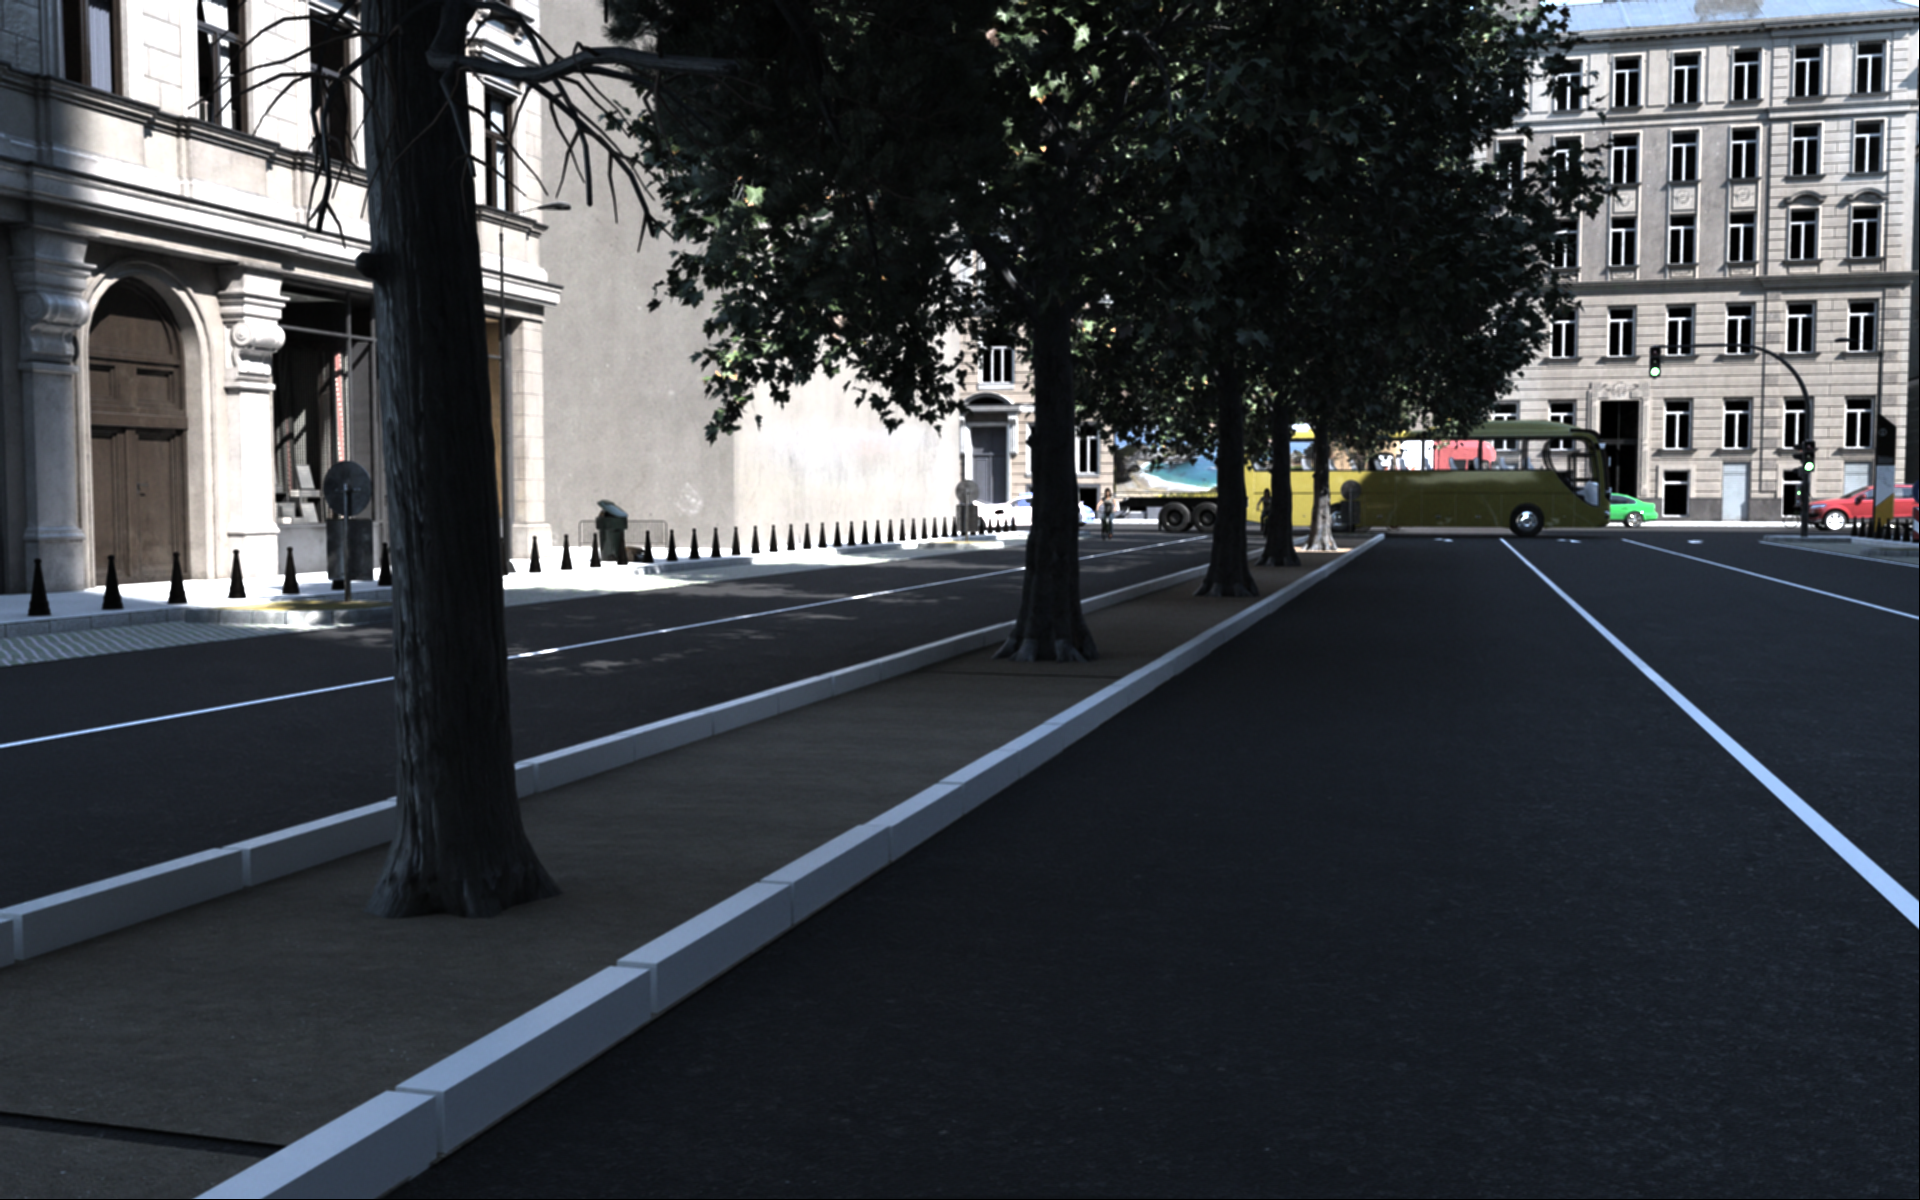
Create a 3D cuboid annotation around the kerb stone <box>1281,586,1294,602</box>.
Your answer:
[{"bbox_3d":[4.307,-0.052,23.045,0.120,0.150,1.000,1,4,16],"label":"kerb stone"}]

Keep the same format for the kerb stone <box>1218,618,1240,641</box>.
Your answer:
[{"bbox_3d":[2.620,0.312,17.102,0.120,0.150,1.000,1,4,16],"label":"kerb stone"}]

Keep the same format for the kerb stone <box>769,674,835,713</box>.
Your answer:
[{"bbox_3d":[-1.094,0.641,11.712,0.120,0.150,1.000,1,4,16],"label":"kerb stone"}]

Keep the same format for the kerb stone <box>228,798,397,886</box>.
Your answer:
[{"bbox_3d":[-2.492,0.946,6.772,0.120,0.150,1.000,1,4,16],"label":"kerb stone"}]

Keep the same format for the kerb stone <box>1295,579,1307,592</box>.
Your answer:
[{"bbox_3d":[4.869,-0.173,25.024,0.120,0.150,1.000,1,4,16],"label":"kerb stone"}]

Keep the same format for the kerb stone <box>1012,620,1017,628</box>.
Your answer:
[{"bbox_3d":[0.605,0.284,17.660,0.120,0.150,1.000,1,4,16],"label":"kerb stone"}]

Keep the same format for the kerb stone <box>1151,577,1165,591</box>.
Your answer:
[{"bbox_3d":[2.845,-0.207,25.581,0.120,0.150,1.000,1,4,16],"label":"kerb stone"}]

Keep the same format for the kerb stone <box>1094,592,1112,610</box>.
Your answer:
[{"bbox_3d":[1.711,0.039,21.616,0.120,0.150,1.000,1,4,16],"label":"kerb stone"}]

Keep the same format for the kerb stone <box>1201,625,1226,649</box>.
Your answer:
[{"bbox_3d":[2.333,0.373,16.117,0.120,0.150,1.000,1,4,16],"label":"kerb stone"}]

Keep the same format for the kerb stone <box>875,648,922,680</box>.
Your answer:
[{"bbox_3d":[-0.522,0.520,13.697,0.120,0.150,1.000,1,4,16],"label":"kerb stone"}]

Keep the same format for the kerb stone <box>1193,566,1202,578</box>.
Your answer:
[{"bbox_3d":[3.960,-0.449,29.534,0.120,0.150,1.000,1,4,16],"label":"kerb stone"}]

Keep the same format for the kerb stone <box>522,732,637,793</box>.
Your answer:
[{"bbox_3d":[-1.929,0.822,8.748,0.120,0.150,1.000,1,4,16],"label":"kerb stone"}]

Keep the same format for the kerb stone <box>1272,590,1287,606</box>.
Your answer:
[{"bbox_3d":[4.029,0.010,22.057,0.120,0.150,1.000,1,4,16],"label":"kerb stone"}]

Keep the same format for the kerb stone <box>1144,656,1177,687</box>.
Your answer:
[{"bbox_3d":[1.490,0.562,13.146,0.120,0.150,1.000,1,4,16],"label":"kerb stone"}]

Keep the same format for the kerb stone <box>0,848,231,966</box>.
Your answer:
[{"bbox_3d":[-2.780,1.004,5.780,0.120,0.150,1.000,1,4,16],"label":"kerb stone"}]

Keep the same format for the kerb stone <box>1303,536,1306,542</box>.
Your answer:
[{"bbox_3d":[9.870,-1.717,50.310,0.120,0.150,1.000,1,4,16],"label":"kerb stone"}]

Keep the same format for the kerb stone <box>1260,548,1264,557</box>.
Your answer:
[{"bbox_3d":[6.779,-1.054,39.434,0.120,0.150,1.000,1,4,16],"label":"kerb stone"}]

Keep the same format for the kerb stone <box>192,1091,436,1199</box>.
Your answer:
[{"bbox_3d":[-1.315,1.163,3.243,0.120,0.150,1.000,1,4,16],"label":"kerb stone"}]

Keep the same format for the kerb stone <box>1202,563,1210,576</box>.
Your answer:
[{"bbox_3d":[4.254,-0.506,30.522,0.120,0.150,1.000,1,4,16],"label":"kerb stone"}]

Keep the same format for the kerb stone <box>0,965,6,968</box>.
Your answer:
[{"bbox_3d":[-3.061,1.070,4.783,0.120,0.150,1.000,1,4,16],"label":"kerb stone"}]

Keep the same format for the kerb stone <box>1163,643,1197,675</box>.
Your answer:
[{"bbox_3d":[1.780,0.493,14.130,0.120,0.150,1.000,1,4,16],"label":"kerb stone"}]

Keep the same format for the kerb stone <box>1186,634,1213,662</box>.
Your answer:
[{"bbox_3d":[2.063,0.433,15.121,0.120,0.150,1.000,1,4,16],"label":"kerb stone"}]

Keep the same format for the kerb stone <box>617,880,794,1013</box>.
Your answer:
[{"bbox_3d":[-0.751,1.039,5.237,0.120,0.150,1.000,1,4,16],"label":"kerb stone"}]

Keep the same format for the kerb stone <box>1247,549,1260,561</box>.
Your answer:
[{"bbox_3d":[6.492,-0.993,38.436,0.120,0.150,1.000,1,4,16],"label":"kerb stone"}]

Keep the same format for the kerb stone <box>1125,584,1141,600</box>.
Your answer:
[{"bbox_3d":[2.281,-0.086,23.601,0.120,0.150,1.000,1,4,16],"label":"kerb stone"}]

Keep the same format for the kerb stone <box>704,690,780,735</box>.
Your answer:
[{"bbox_3d":[-1.371,0.703,10.724,0.120,0.150,1.000,1,4,16],"label":"kerb stone"}]

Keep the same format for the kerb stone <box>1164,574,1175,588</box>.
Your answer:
[{"bbox_3d":[3.128,-0.267,26.567,0.120,0.150,1.000,1,4,16],"label":"kerb stone"}]

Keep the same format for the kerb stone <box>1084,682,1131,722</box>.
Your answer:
[{"bbox_3d":[0.935,0.677,11.170,0.120,0.150,1.000,1,4,16],"label":"kerb stone"}]

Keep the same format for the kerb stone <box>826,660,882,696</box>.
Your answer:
[{"bbox_3d":[-0.805,0.580,12.708,0.120,0.150,1.000,1,4,16],"label":"kerb stone"}]

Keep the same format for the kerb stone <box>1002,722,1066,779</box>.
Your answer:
[{"bbox_3d":[0.381,0.798,9.181,0.120,0.150,1.000,1,4,16],"label":"kerb stone"}]

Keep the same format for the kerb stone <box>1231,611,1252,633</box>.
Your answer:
[{"bbox_3d":[2.904,0.251,18.093,0.120,0.150,1.000,1,4,16],"label":"kerb stone"}]

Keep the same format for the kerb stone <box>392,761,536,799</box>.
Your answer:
[{"bbox_3d":[-2.219,0.884,7.760,0.120,0.150,1.000,1,4,16],"label":"kerb stone"}]

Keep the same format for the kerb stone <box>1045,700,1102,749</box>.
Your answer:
[{"bbox_3d":[0.660,0.735,10.178,0.120,0.150,1.000,1,4,16],"label":"kerb stone"}]

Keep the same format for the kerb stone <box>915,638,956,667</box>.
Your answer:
[{"bbox_3d":[-0.252,0.459,14.686,0.120,0.150,1.000,1,4,16],"label":"kerb stone"}]

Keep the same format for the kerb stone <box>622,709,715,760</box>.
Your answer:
[{"bbox_3d":[-1.655,0.762,9.736,0.120,0.150,1.000,1,4,16],"label":"kerb stone"}]

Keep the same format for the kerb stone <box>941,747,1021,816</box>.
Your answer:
[{"bbox_3d":[0.099,0.856,8.194,0.120,0.150,1.000,1,4,16],"label":"kerb stone"}]

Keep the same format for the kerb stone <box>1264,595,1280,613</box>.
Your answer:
[{"bbox_3d":[3.754,0.069,21.068,0.120,0.150,1.000,1,4,16],"label":"kerb stone"}]

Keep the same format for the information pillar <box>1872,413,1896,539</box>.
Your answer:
[{"bbox_3d":[26.622,-3.578,49.851,0.504,3.616,0.183,3,5,42],"label":"information pillar"}]

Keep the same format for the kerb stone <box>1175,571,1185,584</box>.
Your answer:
[{"bbox_3d":[3.409,-0.328,27.556,0.120,0.150,1.000,1,4,16],"label":"kerb stone"}]

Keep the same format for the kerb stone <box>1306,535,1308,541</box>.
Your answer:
[{"bbox_3d":[10.144,-1.777,51.300,0.120,0.150,1.000,1,4,16],"label":"kerb stone"}]

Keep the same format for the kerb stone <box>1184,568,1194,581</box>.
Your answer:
[{"bbox_3d":[3.684,-0.388,28.546,0.120,0.150,1.000,1,4,16],"label":"kerb stone"}]

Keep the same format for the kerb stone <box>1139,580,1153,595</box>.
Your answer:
[{"bbox_3d":[2.559,-0.147,24.593,0.120,0.150,1.000,1,4,16],"label":"kerb stone"}]

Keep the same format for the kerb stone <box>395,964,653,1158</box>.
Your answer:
[{"bbox_3d":[-1.032,1.103,4.229,0.120,0.150,1.000,1,4,16],"label":"kerb stone"}]

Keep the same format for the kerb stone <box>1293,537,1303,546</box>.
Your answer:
[{"bbox_3d":[9.585,-1.652,49.325,0.120,0.150,1.000,1,4,16],"label":"kerb stone"}]

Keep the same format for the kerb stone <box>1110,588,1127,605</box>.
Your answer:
[{"bbox_3d":[2.000,-0.025,22.608,0.120,0.150,1.000,1,4,16],"label":"kerb stone"}]

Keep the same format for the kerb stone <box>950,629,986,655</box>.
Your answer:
[{"bbox_3d":[0.025,0.399,15.679,0.120,0.150,1.000,1,4,16],"label":"kerb stone"}]

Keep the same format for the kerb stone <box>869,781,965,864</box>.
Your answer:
[{"bbox_3d":[-0.183,0.921,7.208,0.120,0.150,1.000,1,4,16],"label":"kerb stone"}]

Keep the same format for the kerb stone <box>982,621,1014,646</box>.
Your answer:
[{"bbox_3d":[0.314,0.338,16.663,0.120,0.150,1.000,1,4,16],"label":"kerb stone"}]

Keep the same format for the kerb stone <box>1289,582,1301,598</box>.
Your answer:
[{"bbox_3d":[4.590,-0.108,24.031,0.120,0.150,1.000,1,4,16],"label":"kerb stone"}]

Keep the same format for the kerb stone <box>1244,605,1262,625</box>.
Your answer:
[{"bbox_3d":[3.183,0.192,19.086,0.120,0.150,1.000,1,4,16],"label":"kerb stone"}]

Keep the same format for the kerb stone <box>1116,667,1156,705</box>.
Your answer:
[{"bbox_3d":[1.218,0.614,12.156,0.120,0.150,1.000,1,4,16],"label":"kerb stone"}]

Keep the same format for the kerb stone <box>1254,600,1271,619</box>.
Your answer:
[{"bbox_3d":[3.462,0.133,20.081,0.120,0.150,1.000,1,4,16],"label":"kerb stone"}]

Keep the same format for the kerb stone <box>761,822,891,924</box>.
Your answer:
[{"bbox_3d":[-0.470,0.977,6.223,0.120,0.150,1.000,1,4,16],"label":"kerb stone"}]

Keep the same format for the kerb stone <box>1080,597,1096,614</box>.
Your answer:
[{"bbox_3d":[1.437,0.098,20.626,0.120,0.150,1.000,1,4,16],"label":"kerb stone"}]
